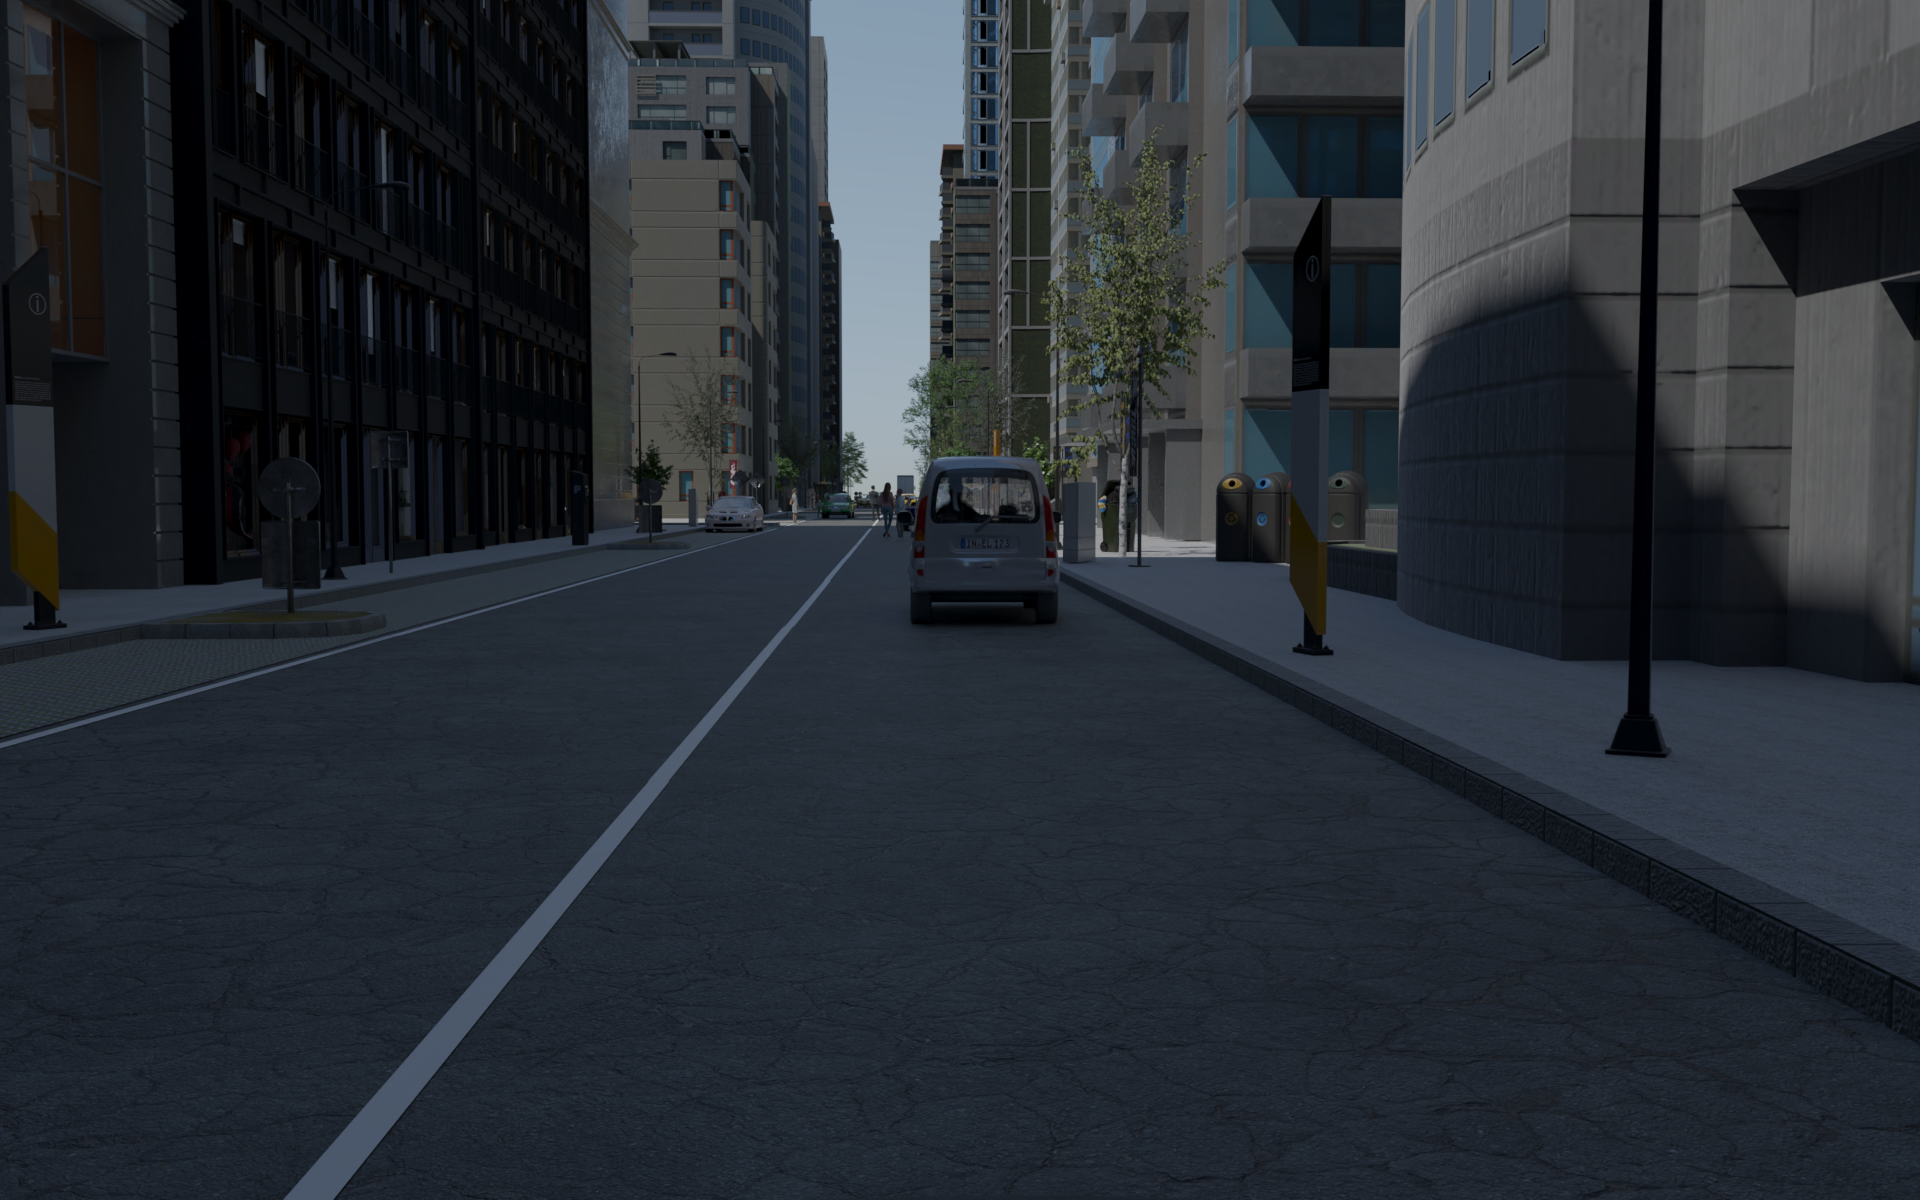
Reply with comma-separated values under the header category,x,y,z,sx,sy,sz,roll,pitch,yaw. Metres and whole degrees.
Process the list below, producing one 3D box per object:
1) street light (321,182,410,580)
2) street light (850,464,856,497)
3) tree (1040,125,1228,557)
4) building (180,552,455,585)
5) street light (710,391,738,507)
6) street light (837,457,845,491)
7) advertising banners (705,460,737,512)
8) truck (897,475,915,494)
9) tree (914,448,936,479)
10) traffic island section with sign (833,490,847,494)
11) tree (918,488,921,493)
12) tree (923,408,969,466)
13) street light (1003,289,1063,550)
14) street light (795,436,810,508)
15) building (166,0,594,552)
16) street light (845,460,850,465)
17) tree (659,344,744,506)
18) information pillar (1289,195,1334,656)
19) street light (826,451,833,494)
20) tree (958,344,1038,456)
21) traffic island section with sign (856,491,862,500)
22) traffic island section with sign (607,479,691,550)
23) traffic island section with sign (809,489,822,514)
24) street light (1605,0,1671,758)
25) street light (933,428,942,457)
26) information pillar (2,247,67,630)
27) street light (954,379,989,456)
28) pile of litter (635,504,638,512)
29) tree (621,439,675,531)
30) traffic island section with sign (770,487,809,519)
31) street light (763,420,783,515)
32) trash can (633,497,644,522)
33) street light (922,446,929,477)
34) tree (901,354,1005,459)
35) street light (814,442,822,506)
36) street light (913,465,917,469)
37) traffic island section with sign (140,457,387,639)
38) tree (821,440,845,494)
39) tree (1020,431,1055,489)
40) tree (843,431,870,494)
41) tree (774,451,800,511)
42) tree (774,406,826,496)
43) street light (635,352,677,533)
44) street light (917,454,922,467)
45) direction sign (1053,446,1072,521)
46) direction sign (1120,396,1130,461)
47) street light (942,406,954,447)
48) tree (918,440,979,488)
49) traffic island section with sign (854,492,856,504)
category,x,y,z,sx,sy,sz,roll,pitch,yaw
street light,-8.869,-3.263,25.883,1.470,5.913,1.316,0,4,-2
street light,-17.287,-18.069,267.971,1.470,5.913,1.316,0,4,-2
tree,3.393,-5.209,35.533,4.737,8.622,4.395,0,3,0
building,-16.883,-12.335,31.356,12.332,23.373,15.834,0,4,-2
street light,-10.657,-6.440,77.834,1.470,5.913,1.316,0,4,-2
street light,-15.427,-14.901,216.177,1.470,5.913,1.316,0,4,-2
advertising banners,-12.215,-5.663,88.778,2.074,3.025,0.090,2,4,31
truck,-8.188,-16.678,261.596,2.839,4.237,11.283,0,4,-1
tree,-4.328,-17.710,239.921,4.360,8.622,3.978,0,3,0
traffic island section with sign,-12.641,-10.330,177.522,1.989,1.847,2.006,0,4,-2
tree,-6.144,-17.808,285.760,1.663,3.219,1.824,0,3,0
tree,-1.088,-11.816,143.557,4.737,8.622,4.395,0,3,0
street light,1.682,-4.096,39.505,1.470,5.913,1.316,0,4,-2
street light,-12.686,-10.175,138.902,1.470,5.913,1.316,0,4,-2
building,-17.802,-13.332,47.656,12.332,23.373,15.834,0,4,-2
street light,-16.191,-16.202,237.440,1.470,5.913,1.316,0,4,-2
tree,-12.284,-8.185,84.185,4.360,8.622,3.978,0,3,0
information pillar,2.811,-1.378,13.884,0.183,3.616,0.504,-1,4,-17
street light,-14.408,-13.031,185.593,1.470,5.913,1.316,0,4,-2
tree,1.701,-8.273,85.628,4.360,8.622,3.978,0,3,0
traffic island section with sign,-16.468,-17.060,287.565,1.989,1.847,2.006,0,4,-2
traffic island section with sign,-8.061,-2.230,45.096,1.989,1.847,2.006,0,4,-2
traffic island section with sign,-10.916,-7.276,127.583,1.989,1.847,2.006,0,4,-2
street light,2.823,-2.193,8.400,1.470,5.913,1.316,0,4,-2
street light,-1.219,-9.153,122.192,1.470,5.913,1.316,0,4,-2
information pillar,-8.731,-1.525,16.296,0.183,3.616,0.504,1,4,17
street light,0.609,-5.975,70.228,1.470,5.913,1.316,0,4,-2
pile of litter,-15.279,-4.200,82.627,1.719,0.858,1.176,-2,4,-25
tree,-10.647,-4.017,60.284,1.663,3.219,1.824,0,3,0
traffic island section with sign,-9.973,-5.614,100.412,1.989,1.847,2.006,0,4,-2
street light,-11.739,-8.307,108.366,1.470,5.913,1.316,0,4,-2
trash can,-14.806,-4.142,79.368,0.748,1.137,0.748,0,3,0
street light,-2.716,-11.933,167.643,1.470,5.913,1.316,0,4,-2
tree,-0.652,-12.317,127.138,9.928,11.665,9.643,0,3,0
street light,-13.257,-11.120,154.347,1.470,5.913,1.316,0,4,-2
street light,-5.649,-16.977,250.115,1.470,5.913,1.316,0,4,-2
traffic island section with sign,-7.103,-0.571,17.962,1.989,1.847,2.006,0,4,-2
tree,-17.199,-17.003,228.357,4.737,8.622,4.395,0,3,0
tree,2.242,-3.580,53.129,1.663,3.219,1.824,0,3,0
tree,-20.142,-24.102,312.196,7.486,12.596,7.792,0,3,0
tree,-13.881,-9.083,132.213,4.285,4.588,4.351,0,3,0
tree,-14.045,-12.138,148.823,4.360,8.622,3.978,0,3,0
street light,-9.958,-5.154,56.809,1.470,5.913,1.316,0,4,-2
street light,-3.885,-13.862,199.180,1.470,5.913,1.316,0,4,-2
direction sign,4.838,-5.489,81.737,0.876,3.537,0.379,0,4,0
direction sign,3.853,-2.959,40.381,0.379,3.537,0.876,-1,4,-8
street light,-0.050,-7.286,91.664,1.470,5.913,1.316,0,4,-2
tree,0.068,-7.389,104.523,4.285,4.588,4.351,0,3,0
traffic island section with sign,-13.583,-11.994,204.731,1.989,1.847,2.006,0,4,-2
